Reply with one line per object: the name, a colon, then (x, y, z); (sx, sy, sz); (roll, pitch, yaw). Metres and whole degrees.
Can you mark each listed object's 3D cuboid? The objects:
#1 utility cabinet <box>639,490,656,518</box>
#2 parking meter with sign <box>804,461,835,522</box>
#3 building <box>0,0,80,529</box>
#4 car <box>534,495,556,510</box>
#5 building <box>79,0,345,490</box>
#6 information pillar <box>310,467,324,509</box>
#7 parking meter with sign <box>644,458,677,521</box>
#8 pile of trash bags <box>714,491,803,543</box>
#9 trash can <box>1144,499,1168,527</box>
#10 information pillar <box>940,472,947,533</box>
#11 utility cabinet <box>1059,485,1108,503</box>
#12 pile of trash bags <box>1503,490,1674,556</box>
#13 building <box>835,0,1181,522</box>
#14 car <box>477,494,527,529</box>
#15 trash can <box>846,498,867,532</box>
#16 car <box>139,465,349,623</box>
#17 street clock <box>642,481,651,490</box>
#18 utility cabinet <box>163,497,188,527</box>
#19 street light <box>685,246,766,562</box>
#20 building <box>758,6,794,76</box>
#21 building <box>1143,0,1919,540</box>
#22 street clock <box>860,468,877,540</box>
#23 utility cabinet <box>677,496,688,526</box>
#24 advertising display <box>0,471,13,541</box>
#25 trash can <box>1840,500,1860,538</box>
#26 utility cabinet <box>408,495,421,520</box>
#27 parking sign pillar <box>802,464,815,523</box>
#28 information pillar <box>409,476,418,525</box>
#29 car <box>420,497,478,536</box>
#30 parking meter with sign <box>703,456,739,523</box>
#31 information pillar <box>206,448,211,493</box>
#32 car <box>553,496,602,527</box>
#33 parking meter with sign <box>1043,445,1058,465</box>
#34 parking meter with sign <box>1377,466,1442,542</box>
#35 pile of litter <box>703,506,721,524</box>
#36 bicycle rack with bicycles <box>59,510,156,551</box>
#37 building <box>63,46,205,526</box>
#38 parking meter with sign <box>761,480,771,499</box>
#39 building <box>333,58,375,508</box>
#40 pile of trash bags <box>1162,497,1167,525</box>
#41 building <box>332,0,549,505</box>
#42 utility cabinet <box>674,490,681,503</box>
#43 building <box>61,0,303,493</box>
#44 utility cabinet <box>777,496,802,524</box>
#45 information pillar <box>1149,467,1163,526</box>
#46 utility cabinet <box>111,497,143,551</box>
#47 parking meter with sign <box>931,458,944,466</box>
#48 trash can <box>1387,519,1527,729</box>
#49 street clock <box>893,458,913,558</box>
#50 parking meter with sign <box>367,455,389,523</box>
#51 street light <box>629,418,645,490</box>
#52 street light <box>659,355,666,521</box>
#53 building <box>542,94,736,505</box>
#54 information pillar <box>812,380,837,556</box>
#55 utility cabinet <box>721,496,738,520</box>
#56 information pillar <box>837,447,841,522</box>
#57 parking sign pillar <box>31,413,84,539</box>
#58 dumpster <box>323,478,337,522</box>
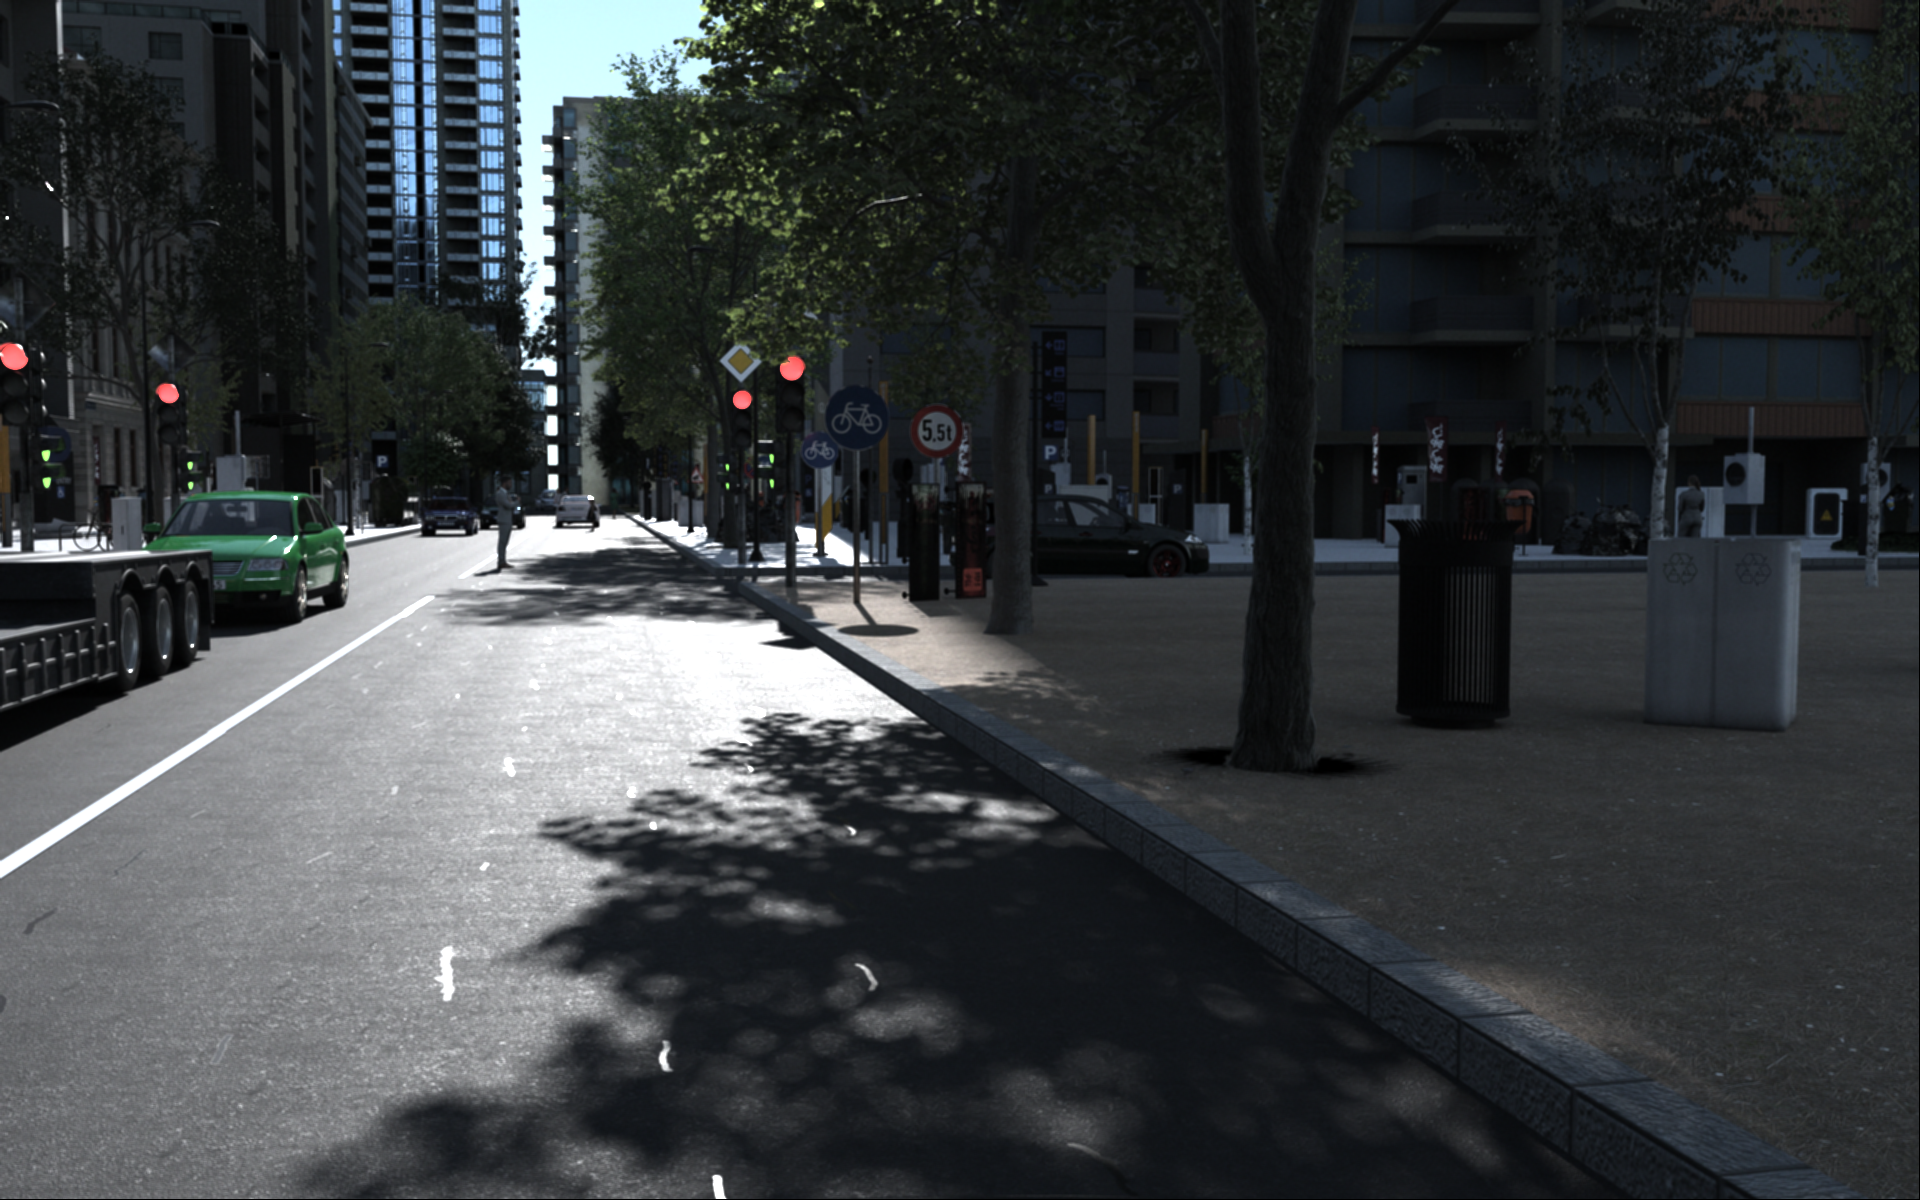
utility cabinet: (-16.617, -5.157, 93.002); (1.173, 1.500, 0.318); (1, 4, 22)
parking meter with sign: (-6.505, -5.174, 80.858); (1.738, 3.016, 0.543); (3, 5, 44)
building: (-37.734, -14.150, 50.411); (14.314, 24.678, 30.058); (-1, 4, -12)
car: (-37.211, -8.767, 155.699); (2.083, 1.381, 4.827); (-1, 4, -13)
building: (-51.238, -26.666, 119.589); (14.154, 41.232, 14.086); (-1, 4, -12)
information pillar: (-17.348, -2.586, 46.774); (0.304, 2.012, 0.304); (-1, 4, -15)
parking meter with sign: (-14.272, -5.335, 83.488); (1.738, 3.016, 0.543); (0, 4, 7)
pile of trash bags: (-5.189, -2.279, 47.011); (1.912, 1.369, 3.447); (1, 4, 20)
trash can: (5.642, -2.318, 49.551); (0.748, 1.137, 0.748); (0, 3, 0)
information pillar: (-0.624, -3.225, 57.219); (0.304, 2.012, 0.304); (-1, 4, -20)
utility cabinet: (3.025, -2.065, 42.436); (1.173, 1.500, 0.318); (0, 4, -5)
pile of trash bags: (13.087, -1.626, 36.334); (3.447, 1.369, 1.912); (0, 4, -6)
building: (1.963, -33.781, 94.323); (21.231, 58.520, 28.212); (-1, 4, -12)
car: (-18.983, -3.799, 71.905); (2.009, 1.686, 4.222); (-1, 4, -12)
trash can: (-3.625, -3.040, 61.360); (0.748, 1.137, 0.748); (0, 3, 0)
car: (-8.458, -0.718, 20.538); (1.959, 1.807, 4.718); (-1, 4, -10)
street clock: (-17.662, -5.697, 97.723); (0.471, 2.002, 0.358); (-3, 5, -44)
utility cabinet: (-15.437, -1.447, 34.824); (1.020, 1.237, 0.306); (0, 4, -2)
street light: (-4.401, -3.678, 32.678); (1.470, 5.913, 1.316); (-1, 4, -12)
building: (-6.949, -32.942, 158.206); (23.786, 49.044, 30.456); (-1, 4, -12)
building: (21.307, -24.748, 59.259); (28.867, 44.769, 22.147); (-1, 4, -12)
street clock: (-2.575, -2.691, 48.572); (0.471, 2.002, 0.358); (0, 4, 1)
utility cabinet: (-11.270, -3.627, 70.455); (0.306, 1.237, 1.020); (-1, 4, -19)
advertising display: (-26.145, -2.543, 46.794); (0.974, 1.923, 0.123); (-3, 4, -37)
trash can: (21.796, -1.864, 42.125); (0.748, 1.137, 0.748); (0, 3, 0)
utility cabinet: (-31.142, -5.336, 98.406); (1.020, 1.237, 0.306); (1, 4, 16)
parking sign pillar: (-6.329, -5.370, 76.278); (1.447, 3.967, 1.447); (2, 4, 27)
information pillar: (-22.724, -4.128, 71.988); (0.304, 2.012, 0.304); (0, 4, 1)
car: (-17.877, -2.944, 60.716); (1.945, 1.354, 3.894); (-1, 4, -12)
parking meter with sign: (-10.717, -5.042, 78.695); (1.738, 3.016, 0.543); (-2, 4, -26)
information pillar: (-37.356, -5.795, 86.107); (0.183, 3.616, 0.504); (-1, 4, -13)
car: (-16.752, -3.886, 75.898); (2.083, 1.381, 4.827); (-1, 4, -12)
parking meter with sign: (3.184, -3.934, 60.576); (0.543, 3.016, 1.738); (0, 4, 1)
parking meter with sign: (12.175, -3.089, 46.768); (1.738, 3.016, 0.543); (0, 4, -4)
pile of litter: (-10.115, -3.635, 73.400); (1.719, 0.858, 1.176); (3, 4, 38)
bicycle rack with bicycles: (-18.772, -1.578, 39.187); (2.852, 0.926, 2.925); (2, 4, 32)
building: (-41.595, -14.716, 76.760); (11.583, 22.565, 21.152); (-1, 4, -12)
parking meter with sign: (-10.415, -5.922, 93.081); (0.543, 3.016, 1.738); (-1, 4, -14)
building: (-62.992, -27.810, 146.569); (23.993, 40.220, 32.217); (-1, 4, -12)
pile of trash bags: (9.718, -3.842, 72.570); (3.447, 1.369, 1.912); (2, 4, 28)
building: (-64.646, -54.402, 202.140); (31.000, 86.520, 22.319); (-1, 4, -12)
utility cabinet: (-16.428, -5.627, 100.681); (0.318, 1.500, 1.173); (-1, 4, -16)
building: (-48.981, -20.447, 106.012); (14.160, 30.474, 14.107); (-1, 4, -12)
utility cabinet: (-7.213, -3.792, 73.166); (1.020, 1.237, 0.306); (-1, 4, -17)
information pillar: (5.335, -2.617, 47.281); (0.304, 2.012, 0.304); (1, 4, 22)
utility cabinet: (-16.949, -1.472, 35.223); (0.306, 1.237, 1.020); (-3, 5, -42)
parking meter with sign: (-1.052, -4.917, 76.661); (0.543, 3.016, 1.738); (0, 4, 4)
trash can: (2.748, 0.124, 9.630); (0.748, 1.137, 0.748); (0, 3, 0)
street clock: (-1.150, -1.855, 34.902); (0.358, 2.002, 0.471); (2, 4, 26)
parking meter with sign: (-25.939, -4.946, 77.133); (0.543, 3.016, 1.738); (0, 4, -2)
street light: (-14.621, -6.652, 81.294); (1.470, 5.913, 1.316); (-1, 4, -12)
street light: (-9.437, -5.167, 57.020); (1.470, 5.913, 1.316); (-1, 4, -12)
building: (-34.685, -36.116, 210.110); (30.456, 49.044, 23.786); (-1, 4, -12)
information pillar: (-2.834, -2.720, 35.825); (0.183, 3.616, 0.504); (2, 4, 33)
utility cabinet: (-8.666, -3.295, 65.028); (0.306, 1.237, 1.020); (1, 4, 13)
information pillar: (-5.555, -5.349, 78.810); (0.183, 3.616, 0.504); (2, 4, 25)
parking sign pillar: (-26.124, -3.758, 49.909); (1.447, 3.967, 1.447); (0, 4, 6)
dumpster: (-21.196, -3.119, 56.746); (1.264, 1.857, 1.865); (-1, 4, -12)
